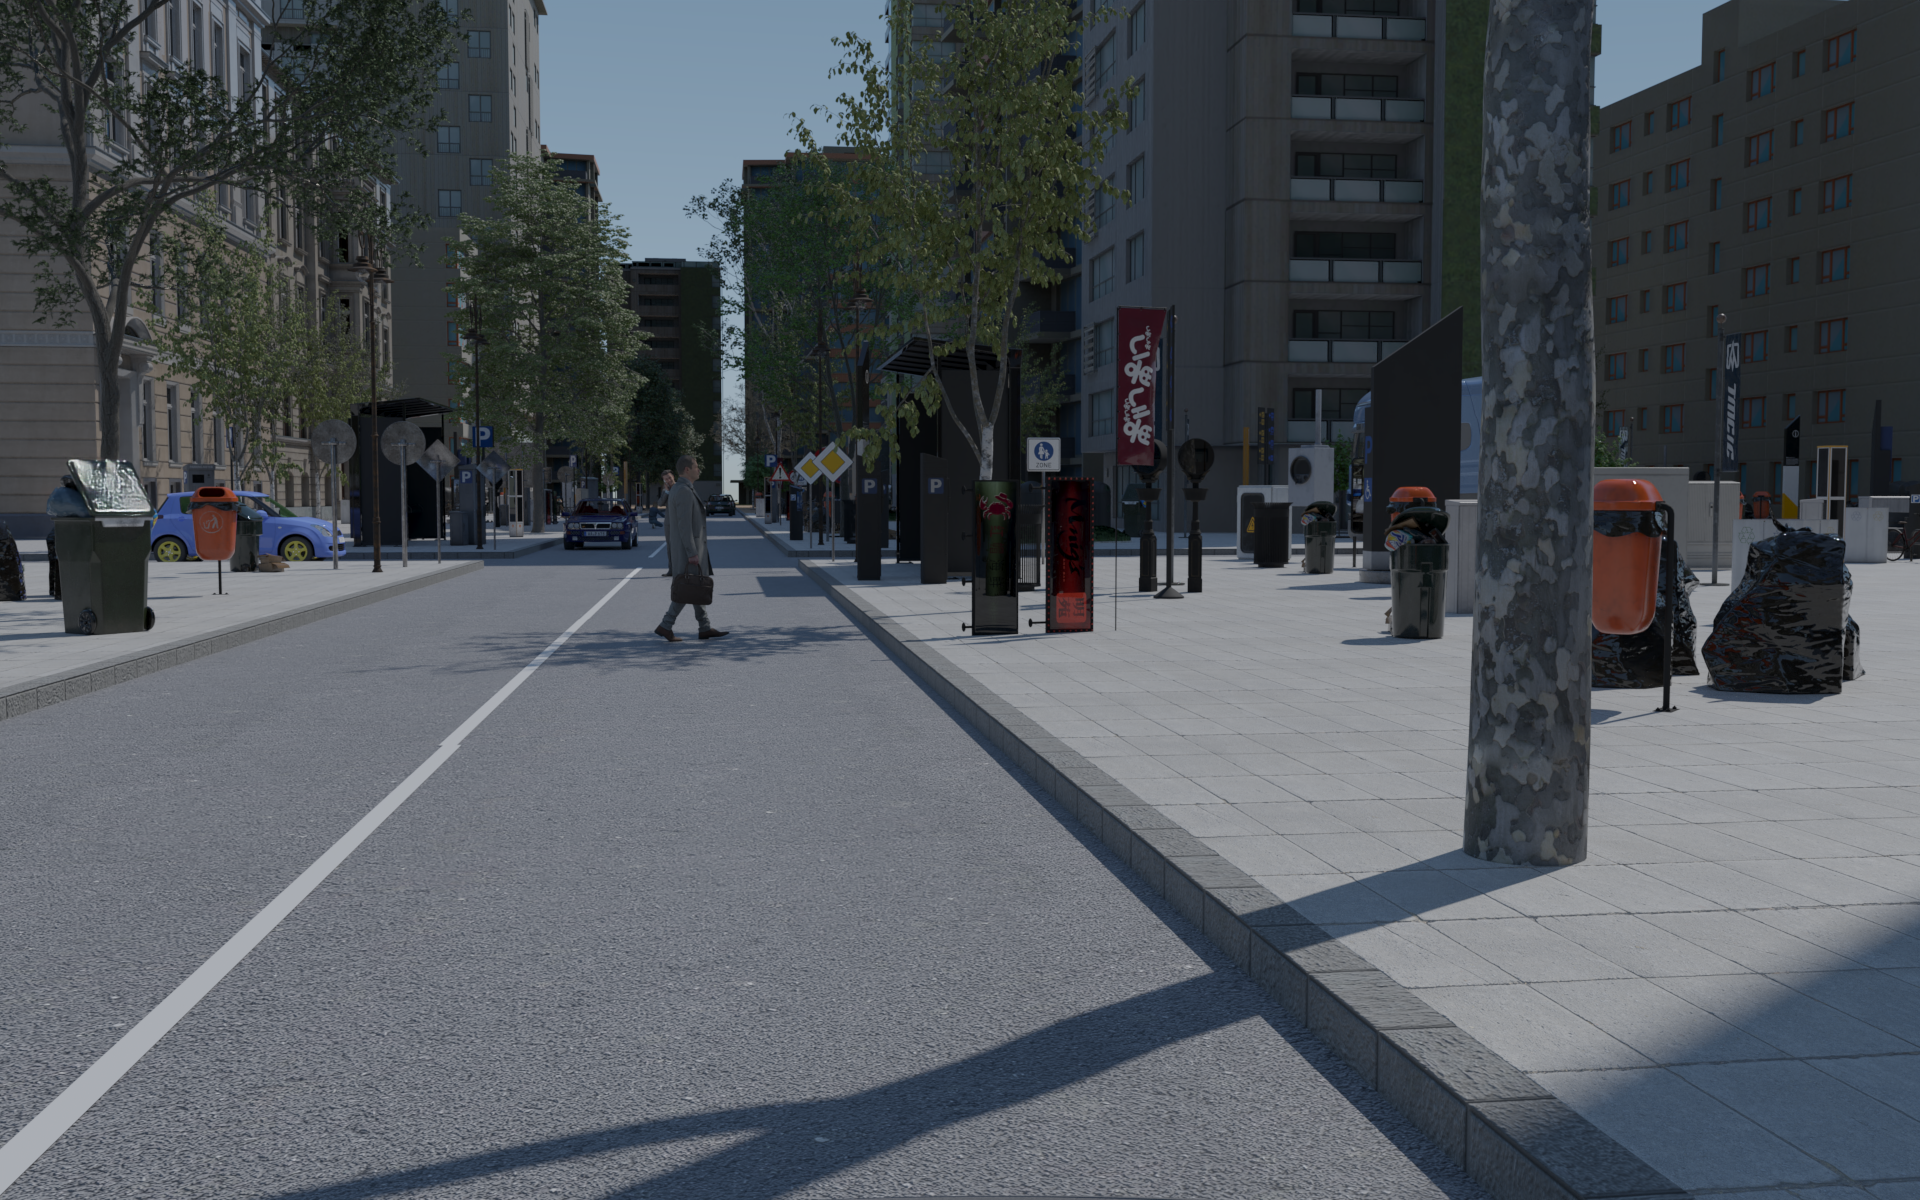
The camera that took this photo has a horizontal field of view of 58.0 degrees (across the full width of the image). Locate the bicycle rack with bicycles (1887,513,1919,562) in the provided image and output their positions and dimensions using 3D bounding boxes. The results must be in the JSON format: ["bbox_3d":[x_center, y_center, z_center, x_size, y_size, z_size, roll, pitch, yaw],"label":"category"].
[{"bbox_3d":[18.961,-1.136,31.961,2.852,0.926,2.925,0,4,-7],"label":"bicycle rack with bicycles"}]

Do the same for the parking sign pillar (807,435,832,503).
[{"bbox_3d":[-6.451,-5.574,79.612,1.447,3.967,1.447,3,5,40],"label":"parking sign pillar"}]

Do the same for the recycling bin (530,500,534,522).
[{"bbox_3d":[-19.511,-4.140,80.236,0.722,1.027,0.722,1,4,22],"label":"recycling bin"}]

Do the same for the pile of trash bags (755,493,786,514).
[{"bbox_3d":[-12.341,-6.216,111.380,1.912,1.369,3.447,1,4,16],"label":"pile of trash bags"}]

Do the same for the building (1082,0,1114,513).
[{"bbox_3d":[2.639,-27.219,128.622,14.154,41.232,14.086,0,4,-8],"label":"building"}]

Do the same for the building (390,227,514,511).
[{"bbox_3d":[-48.117,-17.129,125.104,27.650,21.520,28.899,0,4,-8],"label":"building"}]

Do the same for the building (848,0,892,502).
[{"bbox_3d":[1.503,-52.117,164.783,22.319,86.520,31.000,0,4,-8],"label":"building"}]

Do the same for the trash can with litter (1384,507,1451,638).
[{"bbox_3d":[4.054,-0.263,15.690,0.624,1.170,1.055,0,4,1],"label":"trash can with litter"}]

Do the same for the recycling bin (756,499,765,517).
[{"bbox_3d":[-10.786,-5.082,95.649,0.722,1.027,0.722,-3,5,-42],"label":"recycling bin"}]

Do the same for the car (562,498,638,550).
[{"bbox_3d":[-9.482,-2.034,45.842,1.945,1.354,3.894,0,4,-7],"label":"car"}]

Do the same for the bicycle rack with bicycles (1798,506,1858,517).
[{"bbox_3d":[26.846,-2.463,53.657,2.852,0.926,2.925,1,4,10],"label":"bicycle rack with bicycles"}]

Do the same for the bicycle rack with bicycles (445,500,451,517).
[{"bbox_3d":[-28.162,-5.037,95.733,2.925,0.926,2.852,1,4,22],"label":"bicycle rack with bicycles"}]

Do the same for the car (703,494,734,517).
[{"bbox_3d":[-15.580,-6.248,111.949,2.009,1.686,4.222,-1,4,-8],"label":"car"}]

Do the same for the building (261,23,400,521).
[{"bbox_3d":[-36.042,-16.216,84.224,14.460,24.649,34.723,0,4,-8],"label":"building"}]

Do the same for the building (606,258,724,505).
[{"bbox_3d":[-36.536,-27.113,214.992,14.107,30.474,14.160,0,4,-8],"label":"building"}]

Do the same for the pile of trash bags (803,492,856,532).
[{"bbox_3d":[-4.460,-3.043,59.503,1.912,1.369,3.447,0,4,-7],"label":"pile of trash bags"}]

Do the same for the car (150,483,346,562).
[{"bbox_3d":[-14.337,-1.546,34.869,3.694,1.707,1.945,-1,4,-9],"label":"car"}]

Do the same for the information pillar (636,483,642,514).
[{"bbox_3d":[-21.034,-6.671,113.557,0.304,2.012,0.304,1,4,13],"label":"information pillar"}]

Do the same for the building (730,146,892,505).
[{"bbox_3d":[-14.925,-34.641,220.997,28.867,44.769,22.147,0,4,-8],"label":"building"}]

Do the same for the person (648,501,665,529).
[{"bbox_3d":[-12.692,-3.550,72.043,1.012,1.151,0.738,2,4,35],"label":"person"}]

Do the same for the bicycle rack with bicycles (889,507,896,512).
[{"bbox_3d":[-2.419,-4.714,90.461,2.925,0.926,2.852,1,4,19],"label":"bicycle rack with bicycles"}]

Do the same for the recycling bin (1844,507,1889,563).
[{"bbox_3d":[16.929,-1.218,32.472,0.722,1.027,0.722,1,4,17],"label":"recycling bin"}]

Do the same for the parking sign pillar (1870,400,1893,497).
[{"bbox_3d":[26.641,-3.772,50.145,1.447,3.967,1.447,2,4,24],"label":"parking sign pillar"}]

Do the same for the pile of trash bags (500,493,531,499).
[{"bbox_3d":[-26.764,-5.736,103.540,1.912,1.369,3.447,-3,4,-38],"label":"pile of trash bags"}]

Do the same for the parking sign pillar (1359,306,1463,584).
[{"bbox_3d":[6.532,-2.235,25.019,1.447,3.967,1.447,0,4,-5],"label":"parking sign pillar"}]

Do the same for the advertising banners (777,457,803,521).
[{"bbox_3d":[-8.202,-5.335,83.419,0.090,3.025,2.074,2,4,32],"label":"advertising banners"}]

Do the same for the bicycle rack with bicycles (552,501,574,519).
[{"bbox_3d":[-20.833,-4.672,89.766,2.852,0.926,2.925,-3,4,-37],"label":"bicycle rack with bicycles"}]

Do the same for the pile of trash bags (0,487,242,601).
[{"bbox_3d":[-10.749,-0.719,21.504,3.447,1.369,1.912,-1,4,-14],"label":"pile of trash bags"}]

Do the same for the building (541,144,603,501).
[{"bbox_3d":[-59.152,-34.231,214.307,28.867,44.769,22.147,0,4,-8],"label":"building"}]

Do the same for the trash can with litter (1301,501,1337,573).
[{"bbox_3d":[5.754,-1.027,28.180,0.624,1.170,1.055,0,4,-1],"label":"trash can with litter"}]

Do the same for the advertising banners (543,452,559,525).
[{"bbox_3d":[-17.241,-4.669,72.530,0.090,3.025,2.074,0,4,8],"label":"advertising banners"}]

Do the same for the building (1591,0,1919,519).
[{"bbox_3d":[44.257,-13.806,70.774,28.899,21.520,27.650,0,4,-8],"label":"building"}]

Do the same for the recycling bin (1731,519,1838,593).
[{"bbox_3d":[8.201,-0.287,17.241,0.722,1.027,0.722,-2,4,-33],"label":"recycling bin"}]

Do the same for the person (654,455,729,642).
[{"bbox_3d":[-2.623,-0.509,16.923,0.767,1.812,0.694,-1,4,-16],"label":"person"}]

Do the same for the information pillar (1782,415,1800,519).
[{"bbox_3d":[24.658,-3.671,51.372,0.504,3.616,0.183,-1,4,-12],"label":"information pillar"}]

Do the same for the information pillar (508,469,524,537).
[{"bbox_3d":[-13.178,-2.869,51.395,0.304,2.012,0.304,2,4,27],"label":"information pillar"}]

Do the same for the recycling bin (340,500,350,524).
[{"bbox_3d":[-26.253,-3.800,74.684,0.722,1.027,0.722,0,4,-6],"label":"recycling bin"}]

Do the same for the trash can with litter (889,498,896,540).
[{"bbox_3d":[-2.134,-2.303,49.036,1.055,1.170,0.624,3,4,38],"label":"trash can with litter"}]

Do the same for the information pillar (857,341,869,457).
[{"bbox_3d":[-1.467,-2.142,26.372,0.183,3.616,0.504,1,4,9],"label":"information pillar"}]

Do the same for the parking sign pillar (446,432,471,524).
[{"bbox_3d":[-21.706,-5.329,75.600,1.447,3.967,1.447,0,4,-2],"label":"parking sign pillar"}]

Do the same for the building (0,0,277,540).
[{"bbox_3d":[-31.807,-16.576,56.918,13.634,28.700,20.117,0,4,-8],"label":"building"}]

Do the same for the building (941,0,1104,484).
[{"bbox_3d":[10.665,-26.864,93.850,22.147,44.769,28.867,0,4,-8],"label":"building"}]

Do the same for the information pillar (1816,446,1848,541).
[{"bbox_3d":[13.303,-1.344,26.466,0.304,2.012,0.304,-1,4,-10],"label":"information pillar"}]

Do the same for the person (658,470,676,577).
[{"bbox_3d":[-4.910,-1.324,29.946,0.655,1.846,0.447,1,4,11],"label":"person"}]

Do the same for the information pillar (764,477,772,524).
[{"bbox_3d":[-8.235,-4.273,74.358,0.304,2.012,0.304,0,4,-2],"label":"information pillar"}]

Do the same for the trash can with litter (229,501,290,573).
[{"bbox_3d":[-11.582,-1.052,28.584,1.055,1.170,0.624,1,4,13],"label":"trash can with litter"}]

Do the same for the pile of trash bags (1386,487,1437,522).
[{"bbox_3d":[7.065,-0.751,22.038,3.447,1.369,1.912,-1,4,-12],"label":"pile of trash bags"}]

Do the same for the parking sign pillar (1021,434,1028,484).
[{"bbox_3d":[2.105,-5.051,71.048,1.447,3.967,1.447,1,4,17],"label":"parking sign pillar"}]

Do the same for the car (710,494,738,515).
[{"bbox_3d":[-16.217,-6.647,118.471,2.009,1.686,4.222,0,4,-8],"label":"car"}]

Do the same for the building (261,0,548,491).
[{"bbox_3d":[-53.373,-34.951,160.681,27.495,52.752,28.713,0,4,-8],"label":"building"}]

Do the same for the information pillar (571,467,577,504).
[{"bbox_3d":[-24.141,-7.144,108.167,0.504,3.616,0.183,2,4,35],"label":"information pillar"}]

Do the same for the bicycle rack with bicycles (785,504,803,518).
[{"bbox_3d":[-8.327,-4.849,92.655,2.852,0.926,2.925,2,4,30],"label":"bicycle rack with bicycles"}]

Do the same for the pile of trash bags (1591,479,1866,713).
[{"bbox_3d":[4.828,-0.107,11.495,1.912,1.369,3.447,3,4,36],"label":"pile of trash bags"}]

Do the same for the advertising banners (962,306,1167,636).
[{"bbox_3d":[0.988,-1.210,15.965,2.074,3.025,0.090,-1,4,-22],"label":"advertising banners"}]

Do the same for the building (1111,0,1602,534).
[{"bbox_3d":[12.435,-23.032,60.167,14.086,41.232,14.154,0,4,-8],"label":"building"}]
